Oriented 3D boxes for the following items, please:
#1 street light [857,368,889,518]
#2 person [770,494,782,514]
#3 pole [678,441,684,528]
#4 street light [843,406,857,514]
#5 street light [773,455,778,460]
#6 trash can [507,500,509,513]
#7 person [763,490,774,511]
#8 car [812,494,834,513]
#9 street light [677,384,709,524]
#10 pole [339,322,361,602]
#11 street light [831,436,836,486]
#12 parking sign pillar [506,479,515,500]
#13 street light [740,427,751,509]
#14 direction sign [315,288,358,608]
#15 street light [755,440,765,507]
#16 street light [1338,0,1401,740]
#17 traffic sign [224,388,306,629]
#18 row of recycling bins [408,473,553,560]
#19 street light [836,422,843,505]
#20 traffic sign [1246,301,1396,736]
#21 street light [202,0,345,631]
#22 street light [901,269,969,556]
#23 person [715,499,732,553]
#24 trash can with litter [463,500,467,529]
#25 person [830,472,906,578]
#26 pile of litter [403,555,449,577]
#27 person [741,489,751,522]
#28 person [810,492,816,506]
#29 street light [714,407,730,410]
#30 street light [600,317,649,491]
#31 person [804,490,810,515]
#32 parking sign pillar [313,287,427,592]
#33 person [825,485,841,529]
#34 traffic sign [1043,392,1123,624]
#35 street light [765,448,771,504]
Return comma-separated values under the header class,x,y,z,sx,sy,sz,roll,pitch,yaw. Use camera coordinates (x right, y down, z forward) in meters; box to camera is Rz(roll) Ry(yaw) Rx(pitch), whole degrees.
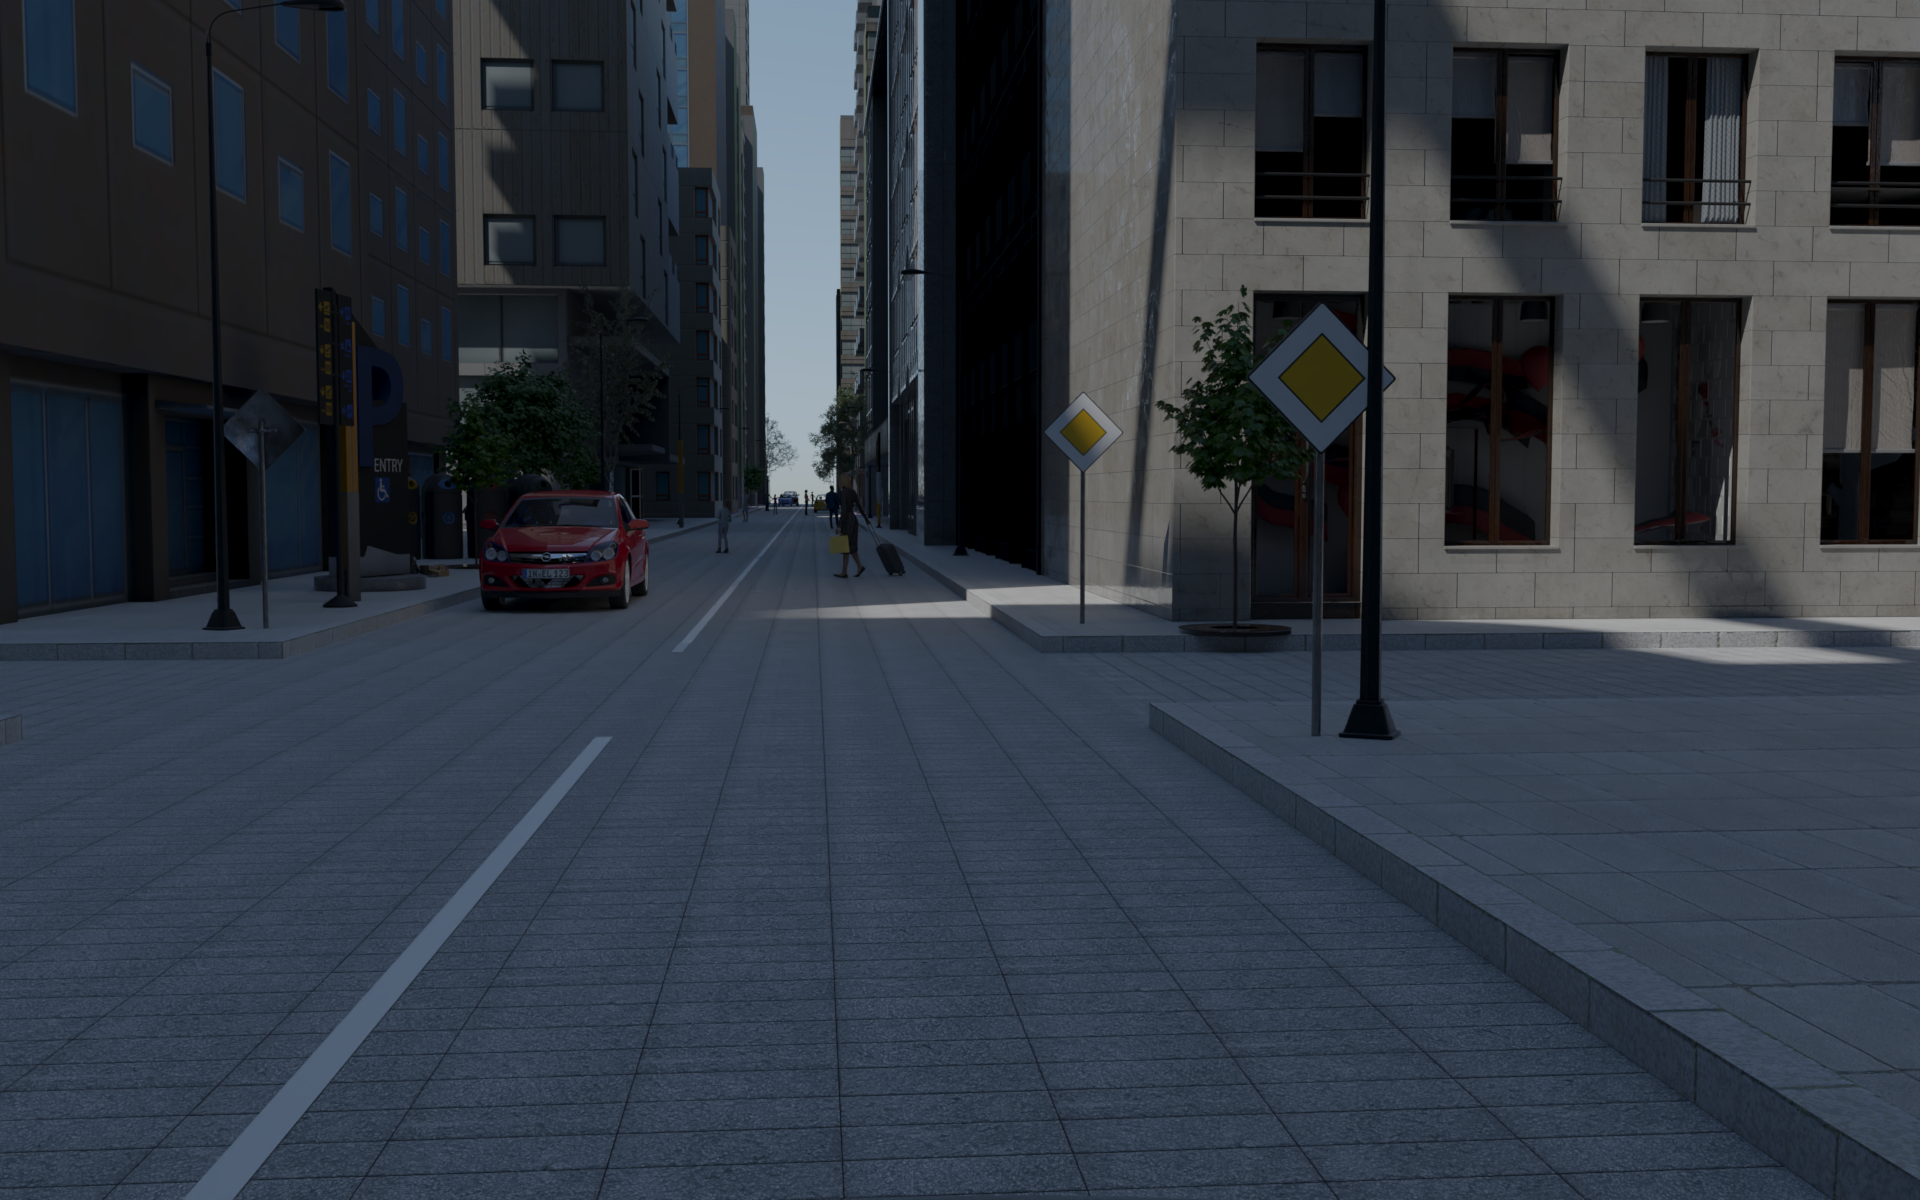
class,x,y,z,sx,sy,sz,roll,pitch,yaw
street light,-2.974,-5.600,64.104,1.470,5.913,1.316,0,4,-5
person,-13.137,-6.834,123.458,0.991,1.433,0.599,-2,4,-34
pole,-10.641,-4.416,66.043,0.158,3.312,0.155,0,3,0
street light,-5.306,-7.290,91.740,1.470,5.913,1.316,0,4,-5
street light,-22.483,-14.124,203.473,1.470,5.913,1.316,0,4,-5
trash can,-11.576,-1.934,43.272,0.748,1.137,0.748,0,3,0
person,-16.157,-8.369,145.420,1.350,1.814,0.705,3,5,42
car,-10.332,-7.485,132.598,2.015,1.641,3.980,0,4,-4
street light,-11.311,-6.163,73.303,1.470,5.913,1.316,0,4,-5
pole,-7.276,-1.637,20.610,0.158,3.312,0.155,0,3,0
street light,-9.478,-10.221,139.647,1.470,5.913,1.316,0,4,-5
parking sign pillar,-15.498,-4.227,57.584,1.447,3.967,1.447,0,4,6
street light,-15.376,-9.056,120.607,1.470,5.913,1.316,0,4,-5
direction sign,-7.045,-1.687,19.581,0.379,3.537,0.876,0,4,4
street light,-17.650,-10.747,148.249,1.470,5.913,1.316,0,4,-5
street light,1.635,-2.228,8.972,1.470,5.913,1.316,0,4,-5
traffic sign,-6.610,-0.783,16.440,0.795,2.450,0.064,0,4,-5
row of recycling bins,-9.876,-1.674,34.476,3.534,1.692,1.069,-2,4,-34
street light,-7.083,-8.507,111.631,1.470,5.913,1.316,0,4,-5
traffic sign,1.887,-0.335,9.128,0.795,2.450,0.064,0,4,-5
street light,-6.436,-2.675,16.273,1.470,5.913,1.316,0,4,-5
street light,-0.523,-3.874,35.886,1.470,5.913,1.316,0,4,-5
person,-5.754,-1.787,41.996,0.394,1.301,0.425,2,4,35
trash can with litter,-12.146,-2.013,44.304,1.055,1.170,0.624,-2,4,-28
person,-1.614,-1.295,29.892,1.509,1.804,0.699,-2,4,-32
pile of litter,-8.675,-0.815,27.296,1.176,0.858,1.719,-2,4,-25
person,-11.018,-4.868,89.102,0.522,1.701,0.512,-1,4,-10
person,-17.126,-11.775,201.837,0.721,1.723,1.217,-3,4,-37
street light,-13.015,-7.355,92.796,1.470,5.913,1.316,0,4,-5
street light,-8.883,-4.470,45.624,1.470,5.913,1.316,0,4,-5
person,-10.242,-6.554,116.360,0.721,1.736,1.217,0,4,7
parking sign pillar,-7.948,-2.127,23.249,1.447,3.967,1.447,1,4,14
person,-5.261,-3.867,71.911,0.721,1.800,0.419,1,4,18
traffic sign,1.208,-0.822,17.084,0.795,2.450,0.064,0,4,-5
street light,-20.054,-12.431,175.784,1.470,5.913,1.316,0,4,-5
